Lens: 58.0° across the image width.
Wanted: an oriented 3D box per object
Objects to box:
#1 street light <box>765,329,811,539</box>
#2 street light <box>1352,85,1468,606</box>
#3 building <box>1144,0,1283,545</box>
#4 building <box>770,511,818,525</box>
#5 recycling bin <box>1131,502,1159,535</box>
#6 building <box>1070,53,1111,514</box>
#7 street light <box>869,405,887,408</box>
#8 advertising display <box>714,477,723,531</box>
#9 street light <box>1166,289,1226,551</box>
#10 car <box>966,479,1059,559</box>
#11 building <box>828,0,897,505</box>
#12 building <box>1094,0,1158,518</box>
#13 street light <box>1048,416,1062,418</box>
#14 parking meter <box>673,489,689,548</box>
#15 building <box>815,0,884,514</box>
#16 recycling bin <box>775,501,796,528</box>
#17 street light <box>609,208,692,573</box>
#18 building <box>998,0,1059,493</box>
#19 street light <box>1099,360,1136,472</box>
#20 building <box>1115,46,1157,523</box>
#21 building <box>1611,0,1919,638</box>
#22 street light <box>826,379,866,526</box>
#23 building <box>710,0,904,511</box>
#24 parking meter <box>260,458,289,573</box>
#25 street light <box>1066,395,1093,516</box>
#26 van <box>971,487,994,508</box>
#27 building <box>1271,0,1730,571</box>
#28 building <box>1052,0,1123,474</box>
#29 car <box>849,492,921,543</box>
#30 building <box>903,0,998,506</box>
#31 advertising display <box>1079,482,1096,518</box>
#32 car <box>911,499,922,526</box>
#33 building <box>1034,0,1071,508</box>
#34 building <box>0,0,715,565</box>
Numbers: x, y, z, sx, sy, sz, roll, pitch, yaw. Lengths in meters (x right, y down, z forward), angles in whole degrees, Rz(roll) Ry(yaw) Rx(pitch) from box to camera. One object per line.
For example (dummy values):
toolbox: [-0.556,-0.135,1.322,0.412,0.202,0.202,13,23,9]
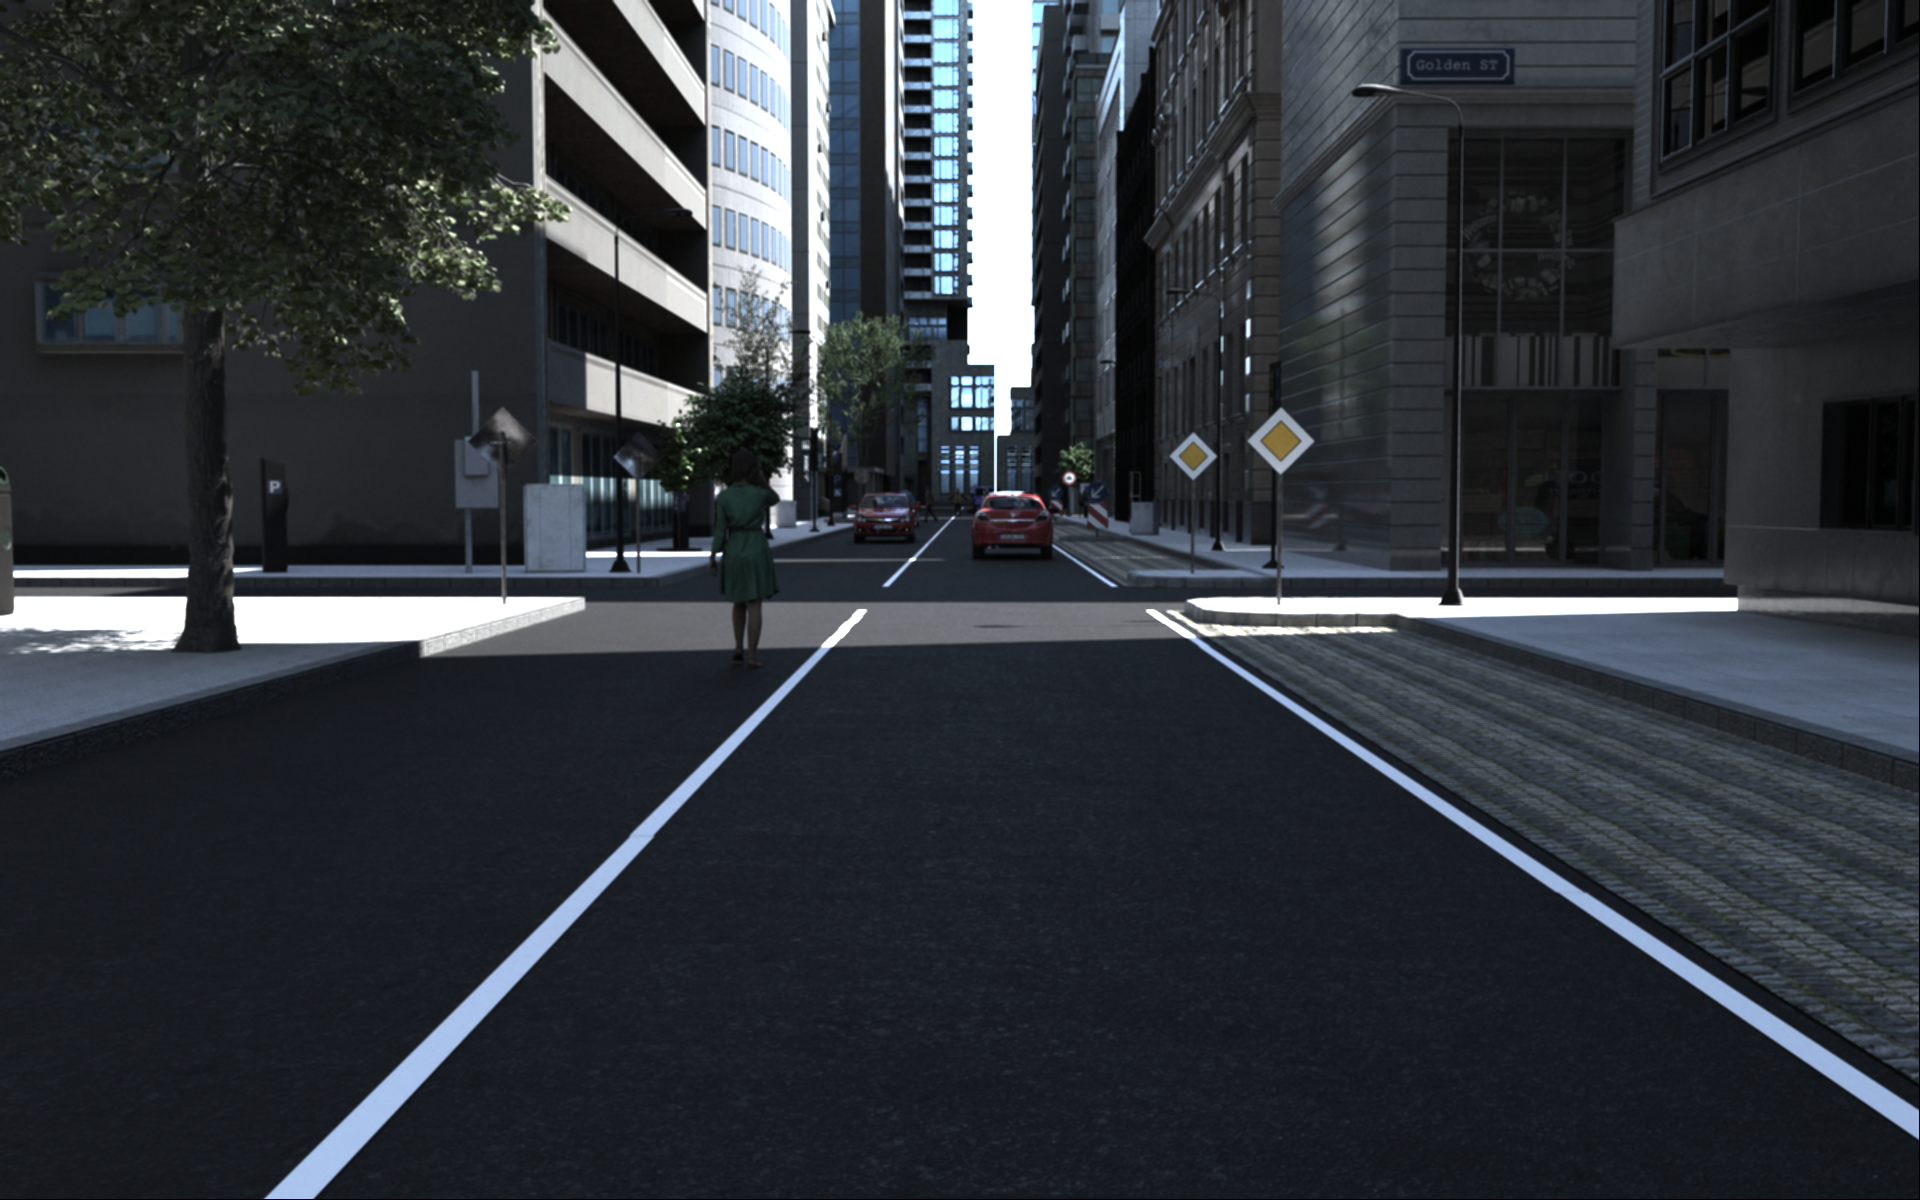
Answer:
street light: [-4.910,-4.678,49.019,1.470,5.913,1.316,0,4,1]
street light: [5.145,-2.892,19.824,1.470,5.913,1.316,0,4,1]
building: [13.051,-15.743,54.658,12.463,27.353,25.104,0,4,1]
building: [-17.885,-32.466,72.824,21.231,58.520,28.212,0,4,1]
recycling bin: [5.830,-2.566,54.506,0.722,1.027,0.722,1,4,23]
building: [14.417,-21.138,117.313,14.160,30.474,14.107,0,4,1]
street light: [-4.512,-7.213,90.473,1.470,5.913,1.316,0,4,1]
advertising display: [-8.420,-3.273,58.722,0.123,1.923,0.974,2,4,35]
street light: [5.347,-4.084,39.310,1.470,5.913,1.316,0,4,1]
car: [1.206,-1.877,39.729,2.155,1.783,4.494,0,4,2]
building: [-13.105,-30.452,148.002,14.600,45.320,14.200,0,4,1]
building: [13.926,-16.819,93.009,12.078,24.808,19.932,0,4,1]
street light: [5.897,-7.949,102.500,1.470,5.913,1.316,0,4,1]
parking meter: [-6.654,-2.009,41.265,0.372,1.533,0.369,0,3,0]
building: [-21.471,-25.879,115.000,32.217,40.220,23.993,0,4,1]
recycling bin: [-6.630,-3.263,65.910,0.722,1.027,0.722,-1,4,-13]
street light: [-5.045,-3.410,28.296,1.470,5.913,1.316,0,4,1]
building: [19.638,-54.036,196.166,31.000,86.520,22.319,0,4,1]
street light: [5.528,-5.358,60.146,1.470,5.913,1.316,0,4,1]
building: [13.565,-15.017,75.205,12.332,23.373,15.834,0,4,1]
building: [13.749,-11.275,3.415,14.314,24.678,30.058,0,4,1]
street light: [-4.668,-5.945,69.742,1.470,5.913,1.316,0,4,1]
building: [-19.584,-38.211,166.745,28.212,58.520,21.231,0,4,1]
parking meter: [-11.209,-1.384,28.342,0.399,1.863,0.255,-2,4,-30]
street light: [5.674,-6.654,81.340,1.470,5.913,1.316,0,4,1]
van: [2.079,-8.875,149.486,2.240,2.365,5.245,0,3,0]
building: [21.940,-15.640,33.200,29.804,29.767,11.434,0,4,1]
building: [19.792,-31.815,139.791,23.786,49.044,30.456,0,4,1]
car: [-2.249,-2.641,52.214,2.155,1.783,4.494,0,4,-1]
building: [-11.558,-54.089,197.029,31.000,86.520,22.319,0,4,1]
advertising display: [6.917,-5.437,94.103,0.974,1.923,0.123,-1,4,-16]
car: [-2.728,-4.063,75.467,2.155,1.783,4.494,0,4,1]
building: [18.207,-33.203,166.575,21.300,48.544,21.600,0,4,1]
building: [-18.126,-25.479,40.284,21.300,48.544,21.600,0,4,1]
